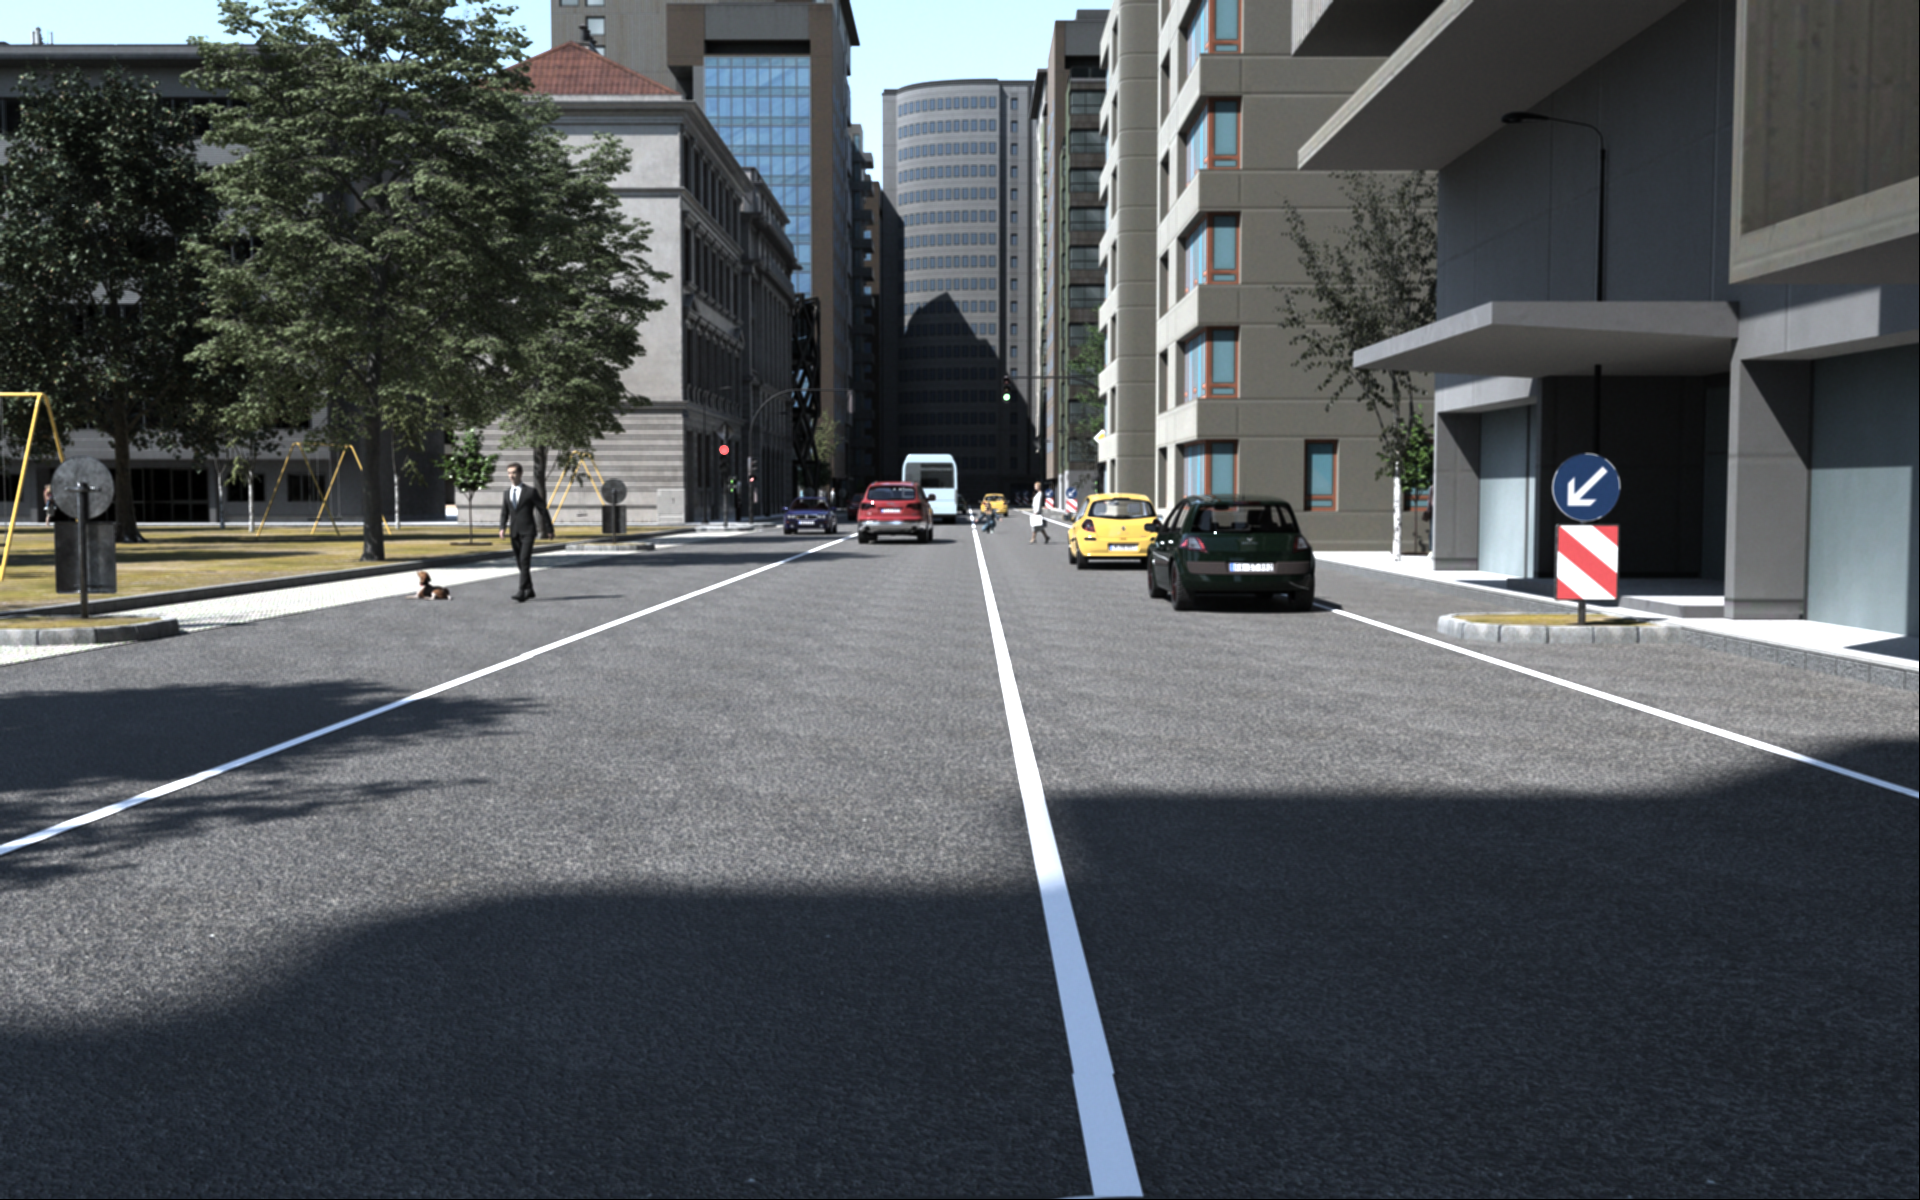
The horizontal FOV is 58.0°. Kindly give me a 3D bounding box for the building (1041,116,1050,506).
[{"bbox_3d":[15.861,-31.003,190.498,14.154,41.232,14.086,0,4,0],"label":"building"}]

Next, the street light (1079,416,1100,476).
[{"bbox_3d":[7.738,-7.969,102.836,1.470,5.913,1.316,0,4,0],"label":"street light"}]

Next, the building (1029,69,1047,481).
[{"bbox_3d":[23.245,-38.061,211.528,28.713,52.752,27.495,0,4,0],"label":"building"}]

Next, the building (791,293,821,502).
[{"bbox_3d":[-18.863,-15.953,128.287,16.820,18.784,16.811,0,4,0],"label":"building"}]

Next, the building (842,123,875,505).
[{"bbox_3d":[-25.984,-36.282,212.825,30.456,49.044,23.786,0,4,0],"label":"building"}]

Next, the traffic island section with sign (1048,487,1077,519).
[{"bbox_3d":[6.281,-5.577,99.815,1.989,1.847,2.006,0,4,0],"label":"traffic island section with sign"}]

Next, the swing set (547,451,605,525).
[{"bbox_3d":[-14.102,-4.101,64.679,2.862,2.851,3.119,0,4,-4],"label":"swing set"}]

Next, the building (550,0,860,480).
[{"bbox_3d":[-25.184,-35.970,177.355,28.713,52.752,27.495,0,4,0],"label":"building"}]

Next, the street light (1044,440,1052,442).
[{"bbox_3d":[7.989,-10.859,150.087,1.470,5.913,1.316,0,4,0],"label":"street light"}]

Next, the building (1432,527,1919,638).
[{"bbox_3d":[18.935,-26.050,15.162,28.713,52.752,27.495,0,4,0],"label":"building"}]

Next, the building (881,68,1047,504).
[{"bbox_3d":[3.322,-42.885,243.168,28.212,58.520,21.231,0,4,0],"label":"building"}]

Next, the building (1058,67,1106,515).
[{"bbox_3d":[14.237,-21.355,120.850,14.160,30.474,14.107,0,4,0],"label":"building"}]

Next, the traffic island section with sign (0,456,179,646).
[{"bbox_3d":[-8.967,-0.523,17.182,1.989,1.847,2.006,0,4,0],"label":"traffic island section with sign"}]

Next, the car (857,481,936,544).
[{"bbox_3d":[-1.889,-2.626,51.609,2.281,1.827,5.304,0,4,2],"label":"car"}]

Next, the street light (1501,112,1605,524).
[{"bbox_3d":[7.275,-2.977,21.219,1.470,5.913,1.316,0,4,0],"label":"street light"}]

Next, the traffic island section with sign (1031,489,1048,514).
[{"bbox_3d":[6.385,-7.226,126.770,1.989,1.847,2.006,0,4,0],"label":"traffic island section with sign"}]

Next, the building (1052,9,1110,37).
[{"bbox_3d":[15.356,-31.313,162.085,14.600,45.320,14.200,0,4,0],"label":"building"}]

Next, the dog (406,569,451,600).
[{"bbox_3d":[-7.235,-0.208,23.599,0.550,0.427,0.748,-2,4,-26],"label":"dog"}]

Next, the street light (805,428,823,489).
[{"bbox_3d":[-10.244,-9.080,121.002,1.470,5.913,1.316,0,4,0],"label":"street light"}]

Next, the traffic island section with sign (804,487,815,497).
[{"bbox_3d":[-8.645,-5.572,99.727,1.989,1.847,2.006,0,4,0],"label":"traffic island section with sign"}]

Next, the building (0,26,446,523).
[{"bbox_3d":[-41.560,-16.077,81.921,30.058,24.678,14.314,0,4,0],"label":"building"}]

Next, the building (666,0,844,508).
[{"bbox_3d":[-17.828,-30.987,156.745,14.600,45.320,14.200,0,4,0],"label":"building"}]

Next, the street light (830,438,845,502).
[{"bbox_3d":[-10.232,-10.479,143.865,1.470,5.913,1.316,0,4,0],"label":"street light"}]

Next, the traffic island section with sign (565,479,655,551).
[{"bbox_3d":[-8.859,-2.172,44.137,1.989,1.847,2.006,0,4,0],"label":"traffic island section with sign"}]

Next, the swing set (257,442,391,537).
[{"bbox_3d":[-19.761,-3.451,54.043,2.862,2.851,3.119,1,4,13],"label":"swing set"}]

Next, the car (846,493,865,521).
[{"bbox_3d":[-5.153,-5.249,94.854,2.155,1.783,4.494,0,4,1],"label":"car"}]

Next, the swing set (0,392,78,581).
[{"bbox_3d":[-15.690,-1.784,26.791,3.119,2.851,2.862,0,4,-1],"label":"swing set"}]

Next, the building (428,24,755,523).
[{"bbox_3d":[-17.089,-15.226,85.098,11.583,22.565,21.152,0,4,0],"label":"building"}]

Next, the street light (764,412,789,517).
[{"bbox_3d":[-10.376,-7.682,98.140,1.470,5.913,1.316,0,4,0],"label":"street light"}]

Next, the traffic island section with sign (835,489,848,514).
[{"bbox_3d":[-8.550,-7.220,126.682,1.989,1.847,2.006,0,4,0],"label":"traffic island section with sign"}]

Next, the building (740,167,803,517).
[{"bbox_3d":[-17.501,-16.267,107.761,13.314,21.916,24.055,0,4,0],"label":"building"}]

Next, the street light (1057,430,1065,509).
[{"bbox_3d":[7.762,-9.397,126.179,1.470,5.913,1.316,0,4,0],"label":"street light"}]

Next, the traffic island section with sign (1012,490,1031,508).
[{"bbox_3d":[6.581,-10.287,176.815,1.989,1.847,2.006,0,4,0],"label":"traffic island section with sign"}]

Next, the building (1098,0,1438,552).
[{"bbox_3d":[19.132,-12.673,52.244,27.650,21.520,28.899,0,4,0],"label":"building"}]

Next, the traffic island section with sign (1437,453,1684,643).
[{"bbox_3d":[5.965,-0.547,17.564,1.989,1.847,2.006,0,4,0],"label":"traffic island section with sign"}]

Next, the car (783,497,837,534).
[{"bbox_3d":[-5.396,-3.063,62.652,1.945,1.354,3.894,0,4,0],"label":"car"}]

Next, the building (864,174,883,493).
[{"bbox_3d":[-17.941,-36.141,241.022,14.200,45.320,14.600,0,4,0],"label":"building"}]

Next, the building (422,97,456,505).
[{"bbox_3d":[-66.567,-36.138,214.554,21.600,48.544,21.300,0,4,0],"label":"building"}]

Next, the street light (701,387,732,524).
[{"bbox_3d":[-10.566,-6.284,75.278,1.470,5.913,1.316,0,4,0],"label":"street light"}]

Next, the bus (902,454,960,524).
[{"bbox_3d":[-1.452,-5.628,86.870,2.948,3.499,13.247,0,4,0],"label":"bus"}]
